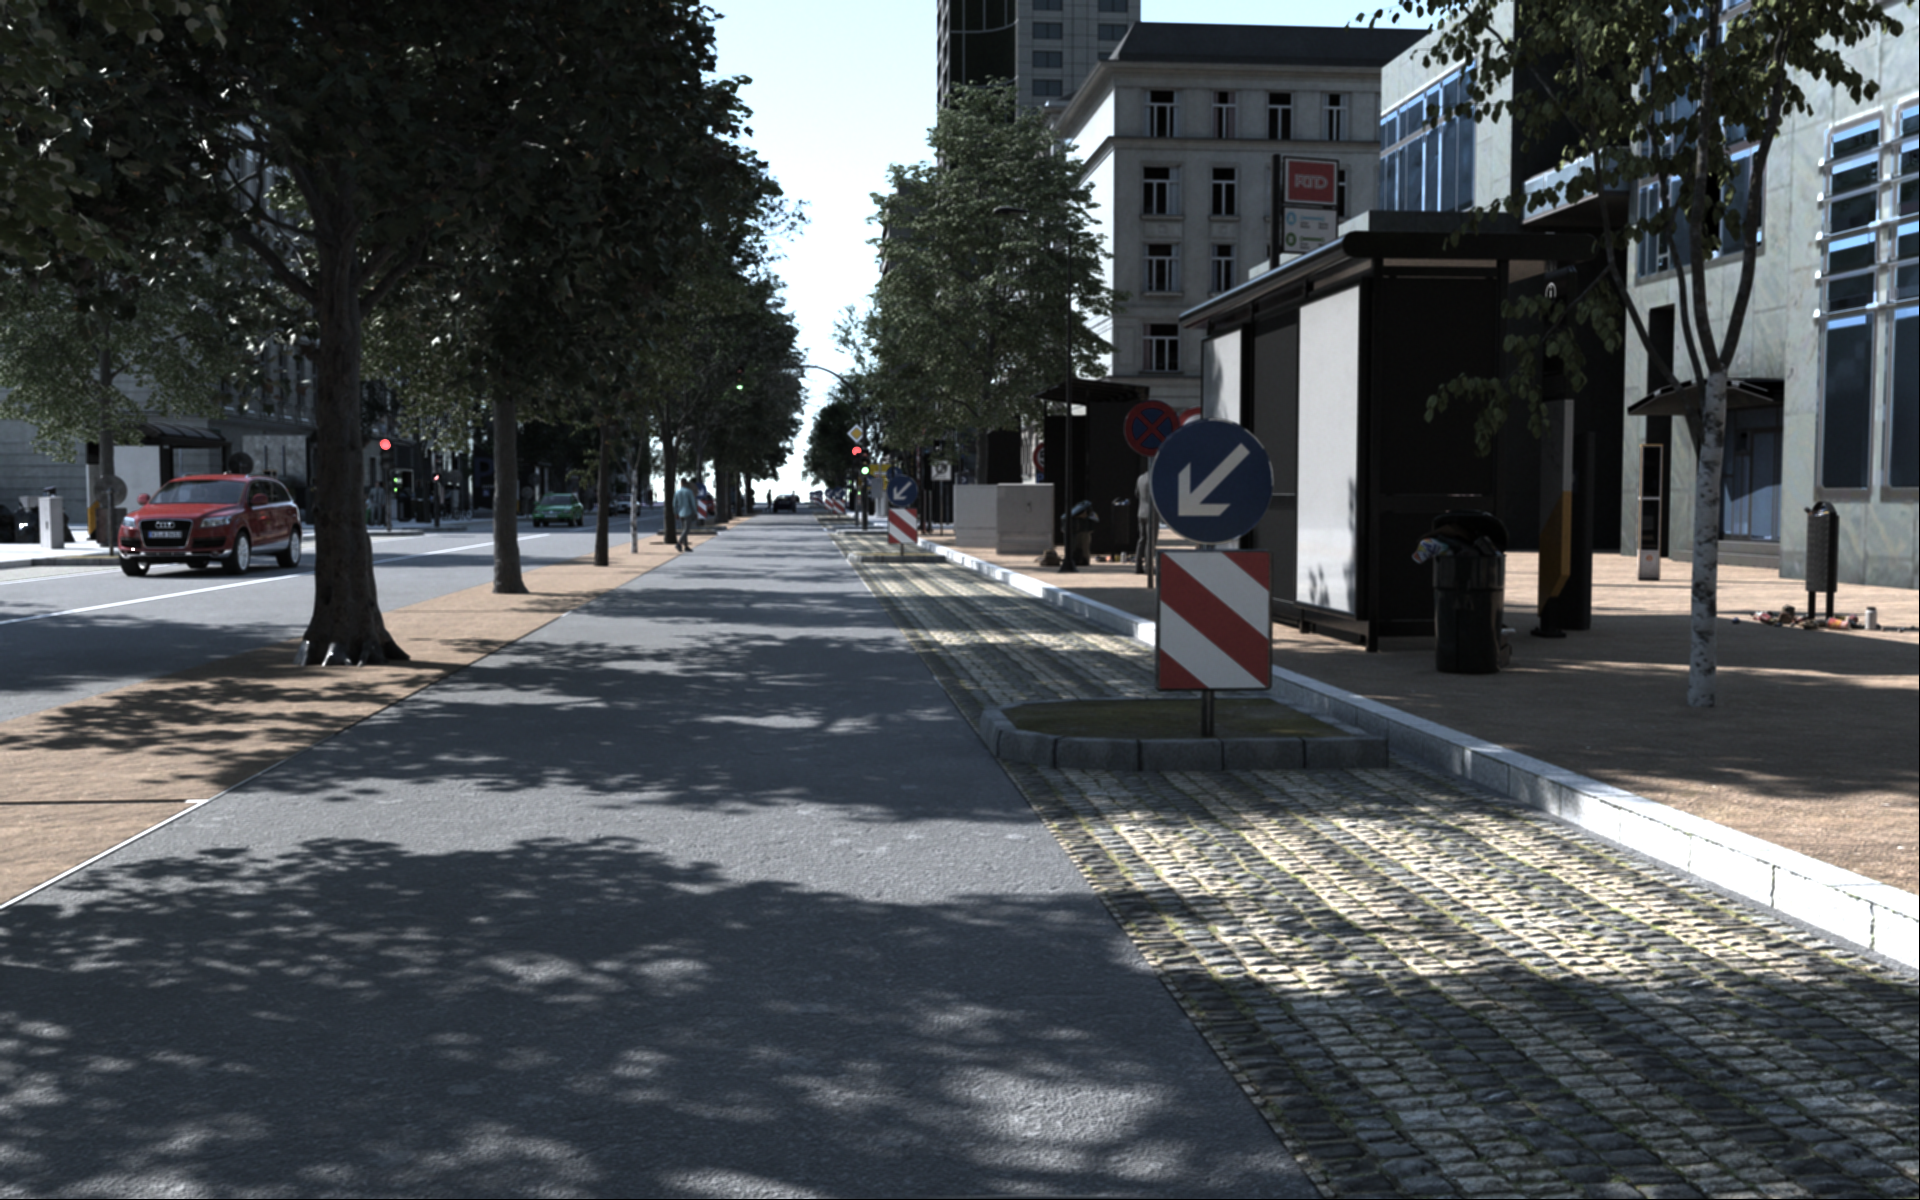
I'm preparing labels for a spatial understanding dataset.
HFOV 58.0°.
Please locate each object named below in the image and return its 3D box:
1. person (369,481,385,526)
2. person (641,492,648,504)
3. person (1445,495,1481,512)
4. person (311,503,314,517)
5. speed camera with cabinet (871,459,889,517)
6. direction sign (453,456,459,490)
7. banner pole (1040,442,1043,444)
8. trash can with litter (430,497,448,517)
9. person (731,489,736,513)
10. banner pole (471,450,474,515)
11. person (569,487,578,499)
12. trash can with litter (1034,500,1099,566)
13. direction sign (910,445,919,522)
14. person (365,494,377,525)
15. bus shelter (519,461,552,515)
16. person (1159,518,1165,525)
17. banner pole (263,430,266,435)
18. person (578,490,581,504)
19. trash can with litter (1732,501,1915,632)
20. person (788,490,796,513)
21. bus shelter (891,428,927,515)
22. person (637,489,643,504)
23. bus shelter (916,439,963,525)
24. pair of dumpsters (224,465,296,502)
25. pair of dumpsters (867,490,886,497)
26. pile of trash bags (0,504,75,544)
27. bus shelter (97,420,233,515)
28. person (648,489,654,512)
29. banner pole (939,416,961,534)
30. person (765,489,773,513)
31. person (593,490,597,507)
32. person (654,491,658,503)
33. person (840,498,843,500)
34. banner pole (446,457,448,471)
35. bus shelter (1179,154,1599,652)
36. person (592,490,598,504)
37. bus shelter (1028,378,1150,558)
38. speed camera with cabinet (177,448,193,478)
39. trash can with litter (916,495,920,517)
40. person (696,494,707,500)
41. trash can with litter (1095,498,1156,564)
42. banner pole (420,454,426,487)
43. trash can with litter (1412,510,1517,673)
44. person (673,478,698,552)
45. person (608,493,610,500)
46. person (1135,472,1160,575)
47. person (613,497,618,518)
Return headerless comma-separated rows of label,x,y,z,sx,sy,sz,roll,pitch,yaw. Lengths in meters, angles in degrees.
person,-23.500,-3.892,69.782,0.635,1.810,0.391,-1,4,-21
person,-40.872,-13.436,225.741,1.348,1.821,0.705,-1,4,-11
person,5.859,-0.829,20.191,0.593,1.750,0.643,3,5,41
person,-26.301,-3.974,71.116,0.694,1.812,0.767,1,4,11
speed camera with cabinet,-4.510,-6.301,97.360,0.660,3.252,2.038,1,4,11
direction sign,-29.960,-6.787,102.970,0.379,3.537,0.876,-2,4,-35
banner pole,4.012,-5.694,83.114,0.401,3.779,0.863,-2,4,-25
trash can with litter,-29.954,-5.400,99.350,1.678,1.210,2.233,-2,4,-29
person,-16.749,-7.330,128.204,0.638,1.841,0.748,1,4,18
banner pole,-27.924,-6.701,99.578,0.401,3.779,0.863,0,4,5
person,-21.222,-5.280,94.930,0.679,1.850,0.850,-3,4,-38
trash can with litter,1.901,-1.194,30.903,1.055,1.170,0.624,-1,4,-21
direction sign,-2.075,-5.360,79.634,0.379,3.537,0.876,-2,4,-33
person,-24.143,-3.702,70.821,0.590,1.304,0.306,-1,4,-15
bus shelter,-27.519,-8.063,109.459,2.179,5.291,8.768,0,4,-5
person,8.140,-3.850,70.797,0.589,1.601,0.330,-3,4,-38
banner pole,-26.728,-4.720,67.183,0.863,3.779,0.401,1,4,8
person,-40.978,-11.052,187.456,0.721,1.735,1.217,1,4,23
trash can with litter,8.487,-0.370,17.102,1.678,1.210,2.233,1,4,8
person,-12.646,-7.391,130.016,0.598,1.740,0.731,0,4,-4
bus shelter,-2.807,-7.463,99.654,2.179,5.291,8.768,0,4,-5
person,-34.703,-11.062,186.916,1.348,1.823,0.705,2,4,29
bus shelter,-0.888,-5.179,75.956,1.731,3.624,6.357,0,4,-5
pair of dumpsters,-23.418,-3.361,57.438,1.574,2.255,4.437,0,4,-6
pair of dumpsters,-5.545,-7.123,118.954,1.574,2.255,4.437,0,4,-5
pile of trash bags,-25.276,-2.210,45.881,3.447,1.369,1.912,1,4,15
bus shelter,-23.038,-3.449,50.316,2.014,3.302,5.546,0,4,-5
person,-24.999,-8.045,140.010,0.580,1.828,0.573,3,5,39
banner pole,-0.223,-4.018,55.713,0.863,3.779,0.401,0,4,2
person,-14.635,-7.579,132.266,0.795,1.843,0.661,1,4,21
person,-36.827,-10.273,174.718,1.217,1.736,0.721,0,4,4
person,-44.161,-15.022,251.586,0.705,1.831,1.348,0,4,7
person,-12.318,-10.676,180.561,1.348,1.831,0.705,-3,5,-44
banner pole,-34.593,-7.753,116.781,0.401,3.779,0.863,-2,4,-24
bus shelter,3.710,-2.482,18.208,2.179,5.291,8.768,0,4,-5
person,-48.234,-13.723,230.043,1.348,1.869,0.705,-1,4,-23
bus shelter,2.767,-2.862,38.083,1.731,3.624,6.357,0,4,-5
speed camera with cabinet,-31.985,-4.727,71.623,0.660,3.252,2.038,-2,4,-24
trash can with litter,-2.596,-5.086,94.211,2.233,1.210,1.678,-1,4,-17
person,-15.605,-5.912,104.523,0.648,1.900,0.474,-3,5,-39
trash can with litter,3.354,-1.343,33.008,1.678,1.210,2.233,3,4,37
banner pole,-33.474,-7.221,108.072,0.401,3.779,0.863,1,4,14
trash can with litter,3.729,-0.081,12.712,0.624,1.170,1.055,2,4,26
person,-6.864,-2.110,42.867,0.638,1.841,0.748,3,4,37
person,-41.265,-11.888,203.664,0.557,1.426,1.065,-1,4,-9
person,3.054,-1.331,27.607,0.447,1.846,0.655,-2,4,-25
person,-21.055,-5.667,105.843,0.332,1.250,0.352,-2,4,-24
